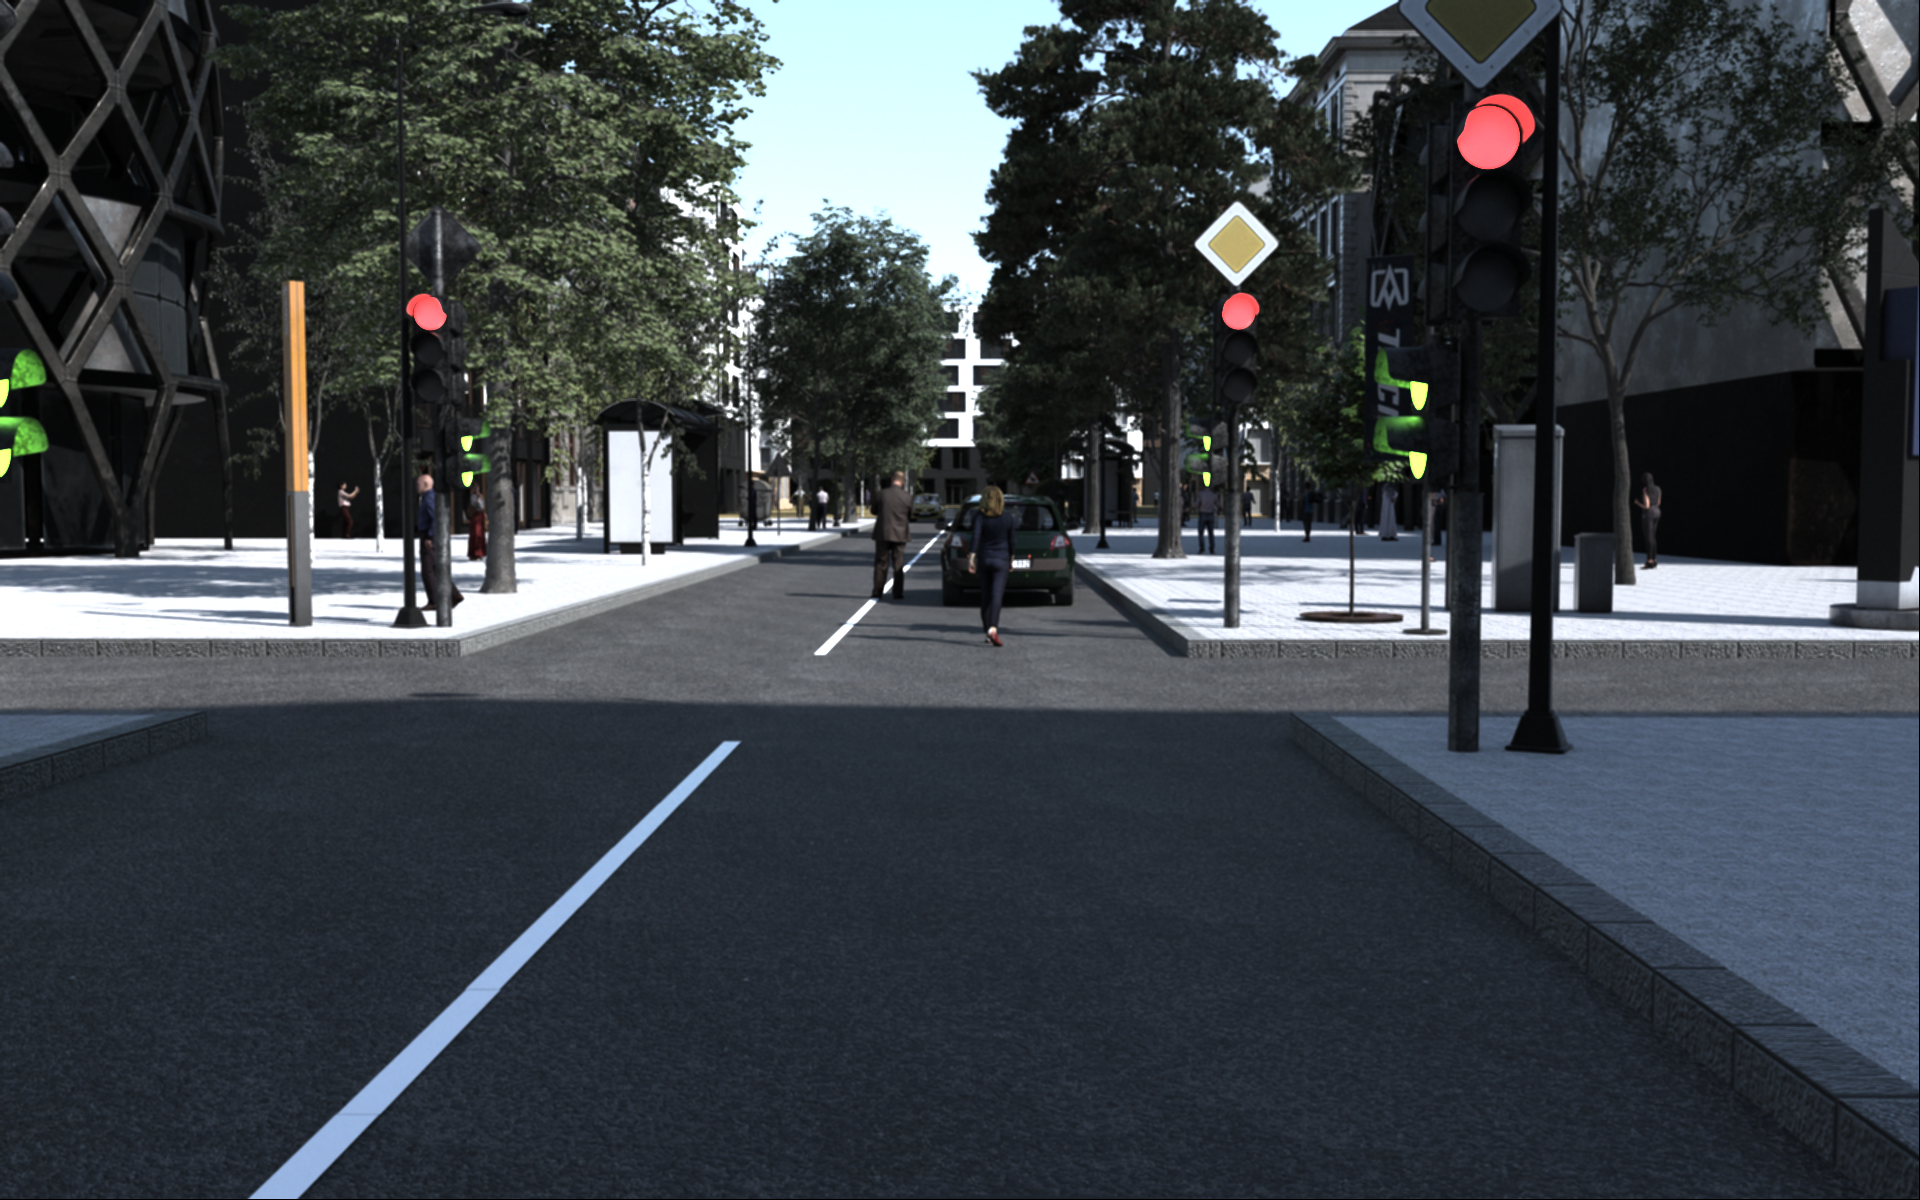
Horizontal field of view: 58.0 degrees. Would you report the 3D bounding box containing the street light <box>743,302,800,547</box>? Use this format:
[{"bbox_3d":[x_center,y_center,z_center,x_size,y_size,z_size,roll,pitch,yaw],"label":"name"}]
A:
[{"bbox_3d":[-4.578,-4.256,42.123,1.470,5.913,1.316,0,4,1],"label":"street light"}]

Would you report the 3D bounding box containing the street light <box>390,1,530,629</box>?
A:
[{"bbox_3d":[-4.756,-2.689,16.503,1.470,5.913,1.316,0,4,1],"label":"street light"}]

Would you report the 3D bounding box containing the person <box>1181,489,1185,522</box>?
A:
[{"bbox_3d":[10.078,-4.358,79.844,0.613,1.512,0.480,-2,4,-30],"label":"person"}]

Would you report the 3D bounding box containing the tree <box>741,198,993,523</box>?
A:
[{"bbox_3d":[-4.757,-10.365,76.117,9.857,13.997,8.962,0,3,0],"label":"tree"}]

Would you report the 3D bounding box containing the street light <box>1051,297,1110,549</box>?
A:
[{"bbox_3d":[2.826,-4.169,40.698,1.470,5.913,1.316,0,4,1],"label":"street light"}]

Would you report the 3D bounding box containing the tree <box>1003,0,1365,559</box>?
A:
[{"bbox_3d":[3.960,-7.744,34.035,7.806,13.903,7.818,0,3,0],"label":"tree"}]

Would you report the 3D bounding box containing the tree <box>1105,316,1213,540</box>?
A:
[{"bbox_3d":[5.626,-5.940,47.474,4.360,8.622,3.978,0,3,0],"label":"tree"}]

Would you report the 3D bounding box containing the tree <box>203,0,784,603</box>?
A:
[{"bbox_3d":[-5.893,-6.384,22.513,7.486,12.596,7.792,0,3,0],"label":"tree"}]

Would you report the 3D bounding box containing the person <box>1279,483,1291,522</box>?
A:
[{"bbox_3d":[14.787,-4.435,78.999,0.683,1.767,0.568,-1,4,-16],"label":"person"}]

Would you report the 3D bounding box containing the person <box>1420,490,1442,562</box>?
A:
[{"bbox_3d":[8.980,-1.555,32.940,0.415,1.643,0.593,-1,4,-16],"label":"person"}]

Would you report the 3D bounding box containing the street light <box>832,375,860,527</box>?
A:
[{"bbox_3d":[-4.287,-5.810,67.534,1.470,5.913,1.316,0,4,1],"label":"street light"}]

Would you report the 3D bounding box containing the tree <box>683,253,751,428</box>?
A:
[{"bbox_3d":[-8.499,-6.228,52.186,4.737,8.622,4.395,0,3,0],"label":"tree"}]

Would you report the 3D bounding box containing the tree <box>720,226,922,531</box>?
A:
[{"bbox_3d":[-4.809,-7.681,60.003,7.601,10.594,8.767,0,4,-4],"label":"tree"}]

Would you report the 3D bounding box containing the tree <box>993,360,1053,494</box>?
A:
[{"bbox_3d":[5.442,-15.402,158.477,9.857,13.997,8.962,0,3,0],"label":"tree"}]

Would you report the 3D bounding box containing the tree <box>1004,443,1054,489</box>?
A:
[{"bbox_3d":[4.050,-6.912,96.728,4.285,4.588,4.351,0,3,0],"label":"tree"}]

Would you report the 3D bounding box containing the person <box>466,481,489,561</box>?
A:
[{"bbox_3d":[-9.310,-1.521,33.387,0.387,1.526,0.523,0,4,-3],"label":"person"}]

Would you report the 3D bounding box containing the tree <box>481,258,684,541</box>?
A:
[{"bbox_3d":[-10.698,-5.931,47.331,4.737,8.622,4.395,0,3,0],"label":"tree"}]

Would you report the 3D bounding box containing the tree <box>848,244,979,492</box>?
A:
[{"bbox_3d":[-5.688,-16.972,133.381,12.611,20.169,13.585,0,3,0],"label":"tree"}]

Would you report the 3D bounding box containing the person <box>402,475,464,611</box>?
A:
[{"bbox_3d":[-5.886,-0.636,19.132,0.600,1.496,0.574,1,4,13],"label":"person"}]

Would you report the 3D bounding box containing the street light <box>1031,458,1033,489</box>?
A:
[{"bbox_3d":[3.096,-5.723,66.109,1.470,5.913,1.316,0,4,1],"label":"street light"}]

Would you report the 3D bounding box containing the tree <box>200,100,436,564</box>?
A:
[{"bbox_3d":[-12.022,-4.990,31.945,4.360,8.622,3.978,0,3,0],"label":"tree"}]

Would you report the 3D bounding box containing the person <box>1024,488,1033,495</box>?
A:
[{"bbox_3d":[1.410,-1.580,36.544,0.569,1.553,0.471,1,4,11],"label":"person"}]

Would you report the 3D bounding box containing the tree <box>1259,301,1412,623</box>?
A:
[{"bbox_3d":[4.017,-1.397,17.447,1.663,3.219,1.824,0,3,0],"label":"tree"}]

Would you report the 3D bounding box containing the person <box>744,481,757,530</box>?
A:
[{"bbox_3d":[-7.391,-3.336,61.286,0.504,1.737,0.576,-1,4,-16],"label":"person"}]

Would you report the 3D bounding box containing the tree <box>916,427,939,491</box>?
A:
[{"bbox_3d":[-4.220,-12.716,158.266,4.737,8.622,4.395,0,3,0],"label":"tree"}]

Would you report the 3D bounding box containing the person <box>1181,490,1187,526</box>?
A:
[{"bbox_3d":[8.666,-3.796,68.553,0.683,1.767,0.568,-1,4,-18],"label":"person"}]

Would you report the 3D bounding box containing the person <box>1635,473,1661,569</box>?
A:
[{"bbox_3d":[11.759,-1.353,29.632,0.415,1.643,0.593,1,4,12],"label":"person"}]

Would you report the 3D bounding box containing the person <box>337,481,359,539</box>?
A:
[{"bbox_3d":[-17.428,-2.560,49.362,0.566,1.644,0.517,2,4,24],"label":"person"}]

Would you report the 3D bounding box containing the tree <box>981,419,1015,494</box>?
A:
[{"bbox_3d":[5.500,-14.365,169.284,7.601,10.594,8.767,0,4,2],"label":"tree"}]

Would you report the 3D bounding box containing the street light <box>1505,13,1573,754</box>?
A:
[{"bbox_3d":[2.373,-2.202,8.546,1.470,5.913,1.316,0,4,1],"label":"street light"}]

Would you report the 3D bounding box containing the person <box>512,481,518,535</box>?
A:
[{"bbox_3d":[-14.101,-2.903,54.216,0.504,1.737,0.576,-3,5,-43],"label":"person"}]

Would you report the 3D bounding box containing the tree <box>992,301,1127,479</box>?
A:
[{"bbox_3d":[4.954,-10.072,86.729,6.751,12.117,7.091,0,3,0],"label":"tree"}]

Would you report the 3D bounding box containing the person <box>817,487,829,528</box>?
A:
[{"bbox_3d":[-5.222,-3.459,64.807,0.614,1.554,0.590,0,4,-8],"label":"person"}]

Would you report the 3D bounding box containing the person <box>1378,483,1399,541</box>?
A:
[{"bbox_3d":[11.766,-2.489,47.410,0.621,1.740,0.551,0,4,-2],"label":"person"}]

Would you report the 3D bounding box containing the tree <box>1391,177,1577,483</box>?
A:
[{"bbox_3d":[11.779,-5.378,38.294,4.737,8.622,4.395,0,3,0],"label":"tree"}]

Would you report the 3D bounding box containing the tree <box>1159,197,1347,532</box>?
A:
[{"bbox_3d":[6.684,-5.538,40.908,4.737,8.622,4.395,0,3,0],"label":"tree"}]

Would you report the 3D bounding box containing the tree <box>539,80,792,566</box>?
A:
[{"bbox_3d":[-5.381,-4.916,30.739,4.360,8.622,3.978,0,3,0],"label":"tree"}]

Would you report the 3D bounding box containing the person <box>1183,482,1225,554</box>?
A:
[{"bbox_3d":[5.265,-1.771,36.965,0.963,1.587,0.435,-1,4,-16],"label":"person"}]

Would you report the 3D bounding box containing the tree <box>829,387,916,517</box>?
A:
[{"bbox_3d":[-5.655,-8.887,95.664,4.737,8.622,4.395,0,3,0],"label":"tree"}]

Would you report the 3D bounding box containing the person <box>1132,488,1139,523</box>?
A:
[{"bbox_3d":[7.802,-4.249,77.581,0.319,1.574,0.516,-2,4,-27],"label":"person"}]

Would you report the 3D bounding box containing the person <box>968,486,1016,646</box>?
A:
[{"bbox_3d":[0.326,-0.333,16.486,0.480,1.512,0.613,-1,4,-15],"label":"person"}]

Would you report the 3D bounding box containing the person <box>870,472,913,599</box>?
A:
[{"bbox_3d":[-0.952,-0.893,23.782,0.565,1.739,0.600,-2,4,-31],"label":"person"}]

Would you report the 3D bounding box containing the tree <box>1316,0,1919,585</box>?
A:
[{"bbox_3d":[9.493,-5.515,24.587,8.767,10.594,7.601,0,4,6],"label":"tree"}]
